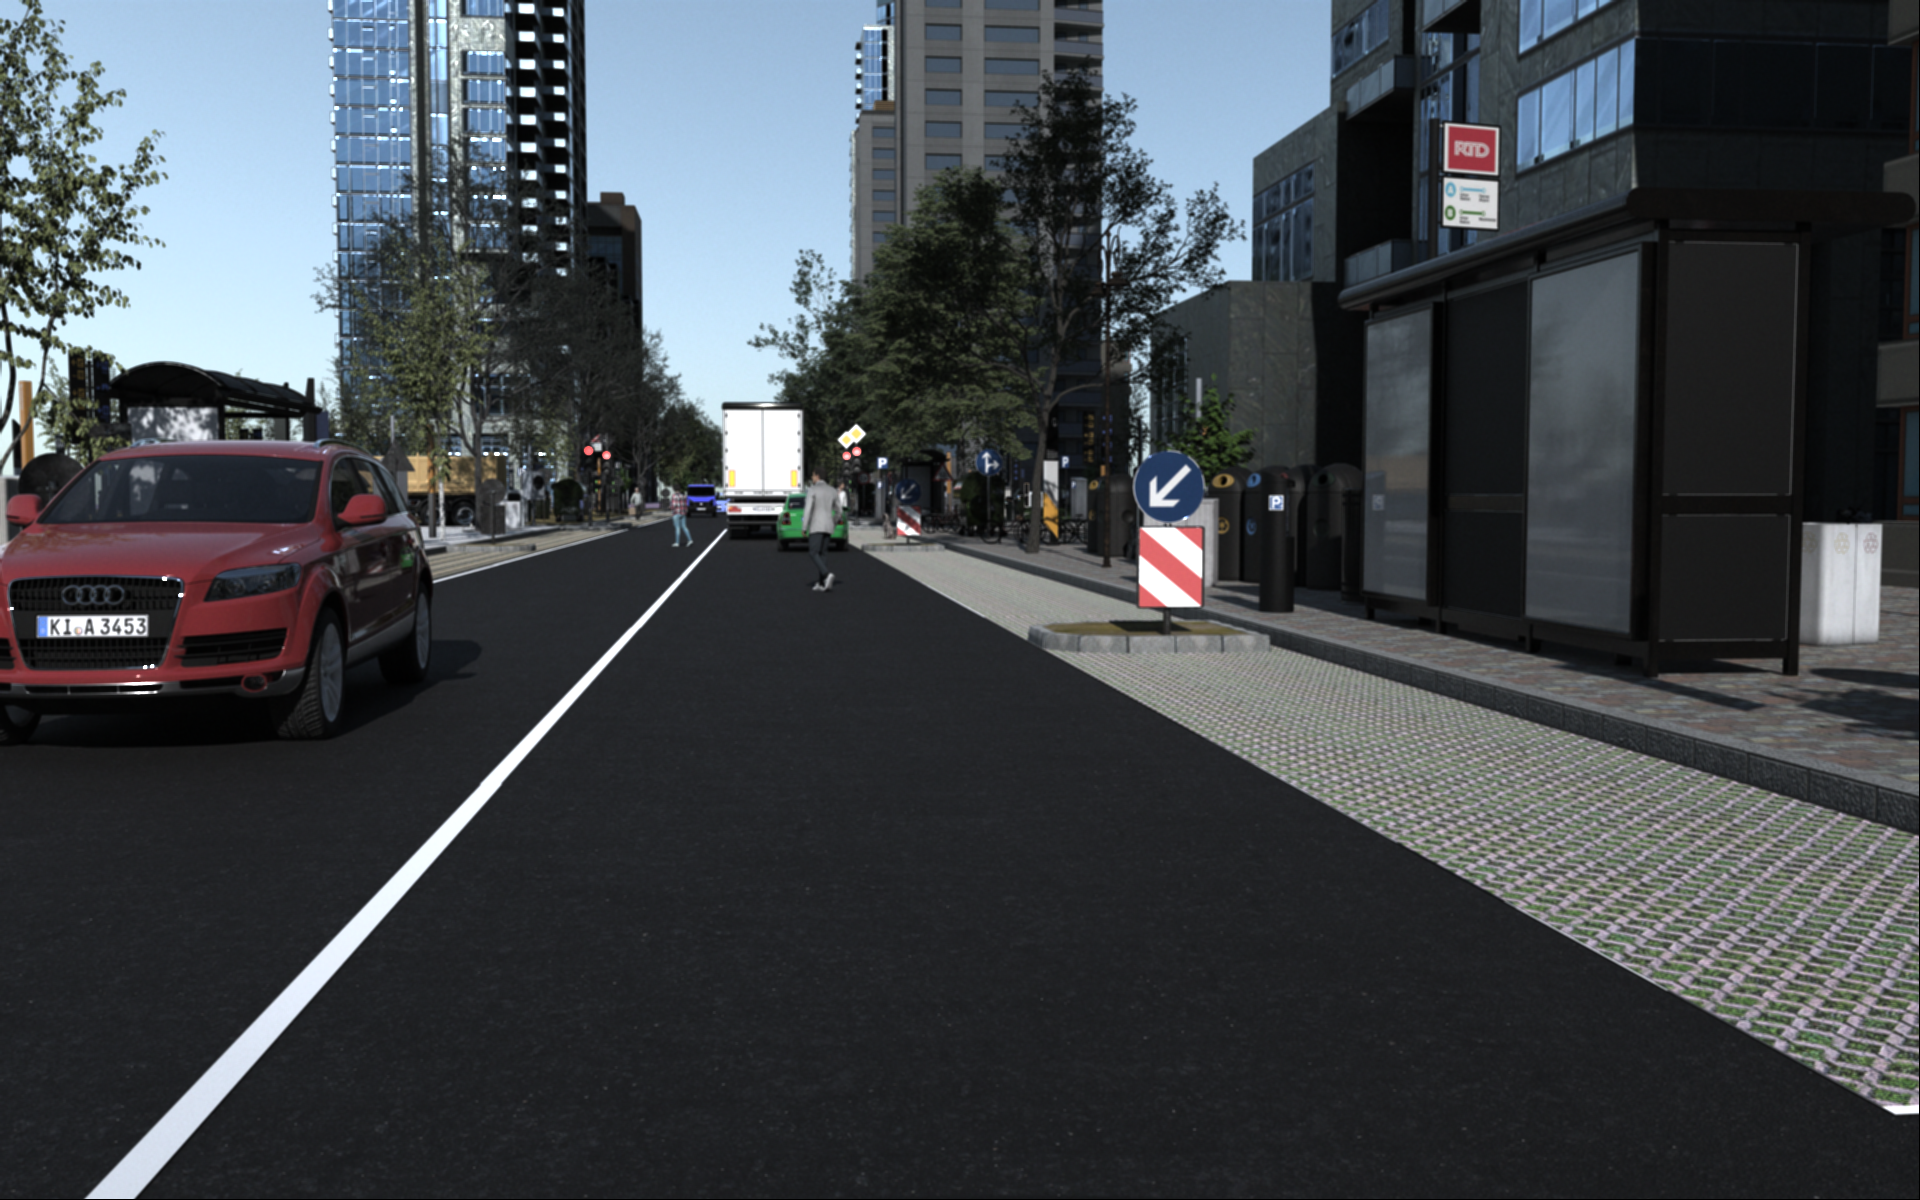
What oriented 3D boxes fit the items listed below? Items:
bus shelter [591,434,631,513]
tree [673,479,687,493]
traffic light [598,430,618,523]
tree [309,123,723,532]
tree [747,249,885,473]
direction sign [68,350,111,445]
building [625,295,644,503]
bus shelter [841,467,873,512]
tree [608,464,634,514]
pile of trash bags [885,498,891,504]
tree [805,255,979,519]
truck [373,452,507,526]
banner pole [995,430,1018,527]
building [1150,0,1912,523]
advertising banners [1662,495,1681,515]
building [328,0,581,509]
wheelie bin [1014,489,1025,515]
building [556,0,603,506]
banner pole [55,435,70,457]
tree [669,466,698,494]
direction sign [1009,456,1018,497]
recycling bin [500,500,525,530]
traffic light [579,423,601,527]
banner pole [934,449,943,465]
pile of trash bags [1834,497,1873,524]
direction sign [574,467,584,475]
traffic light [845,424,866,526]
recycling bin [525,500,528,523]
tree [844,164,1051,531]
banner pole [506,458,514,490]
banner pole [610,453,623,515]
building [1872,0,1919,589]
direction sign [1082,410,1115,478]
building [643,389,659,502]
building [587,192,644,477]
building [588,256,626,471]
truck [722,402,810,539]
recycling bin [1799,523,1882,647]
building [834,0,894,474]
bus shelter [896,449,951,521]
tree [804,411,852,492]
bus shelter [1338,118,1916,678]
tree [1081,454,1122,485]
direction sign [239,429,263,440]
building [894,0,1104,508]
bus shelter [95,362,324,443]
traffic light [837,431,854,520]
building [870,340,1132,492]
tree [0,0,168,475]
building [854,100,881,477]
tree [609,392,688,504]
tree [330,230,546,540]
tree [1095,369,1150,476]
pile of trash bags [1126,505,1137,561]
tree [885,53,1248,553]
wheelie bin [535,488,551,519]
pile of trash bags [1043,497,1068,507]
[{"bbox_3d":[-23.930,-8.624,118.632,2.179,5.291,8.768,0,4,-7],"label":"bus shelter"},{"bbox_3d":[-30.887,-11.946,189.915,1.663,3.219,1.824,0,3,0],"label":"tree"},{"bbox_3d":[-15.474,-5.331,76.075,0.839,4.253,0.868,0,4,-7],"label":"traffic light"},{"bbox_3d":[-16.454,-9.063,58.544,12.009,13.543,11.850,0,3,0],"label":"tree"},{"bbox_3d":[-9.769,-17.090,135.315,12.611,20.169,13.585,0,3,0],"label":"tree"},{"bbox_3d":[-13.842,-2.179,27.624,0.379,3.537,0.876,1,4,13],"label":"direction sign"},{"bbox_3d":[-52.767,-29.043,246.556,14.160,30.474,14.107,0,4,-7],"label":"building"},{"bbox_3d":[-7.384,-7.955,123.994,2.014,3.302,5.546,0,4,-7],"label":"bus shelter"},{"bbox_3d":[-22.003,-7.185,112.080,1.663,3.219,1.824,0,3,0],"label":"tree"},{"bbox_3d":[-6.352,-8.112,142.387,3.447,1.369,1.912,0,4,-4],"label":"pile of trash bags"},{"bbox_3d":[-3.387,-11.247,90.538,9.857,13.997,8.962,0,3,0],"label":"tree"},{"bbox_3d":[-23.906,-4.626,71.562,9.791,3.379,3.469,0,4,-5],"label":"truck"},{"bbox_3d":[1.865,-4.728,67.316,0.863,3.779,0.401,-2,4,-27],"label":"banner pole"},{"bbox_3d":[19.756,-44.869,46.286,22.319,86.520,31.000,0,4,-7],"label":"building"},{"bbox_3d":[7.544,-1.378,18.712,0.090,3.025,2.074,0,4,-3],"label":"advertising banners"},{"bbox_3d":[-46.981,-51.966,162.314,22.319,86.520,31.000,0,4,-7],"label":"building"},{"bbox_3d":[3.639,-6.044,106.730,0.693,1.594,0.980,-1,4,-17],"label":"wheelie bin"},{"bbox_3d":[-49.290,-45.912,188.906,20.563,71.187,20.611,0,4,-7],"label":"building"},{"bbox_3d":[-33.534,-4.577,64.859,0.401,3.779,0.863,1,4,15],"label":"banner pole"},{"bbox_3d":[-31.609,-13.103,197.939,4.285,4.588,4.351,0,3,0],"label":"tree"},{"bbox_3d":[3.071,-6.823,103.552,0.876,3.537,0.379,-2,4,-28],"label":"direction sign"},{"bbox_3d":[-16.006,-3.008,61.730,0.722,1.027,0.722,-1,4,-10],"label":"recycling bin"},{"bbox_3d":[-14.554,-4.845,68.143,0.839,4.253,0.868,0,4,-7],"label":"traffic light"},{"bbox_3d":[-1.043,-6.576,97.527,0.401,3.779,0.863,-1,4,-13],"label":"banner pole"},{"bbox_3d":[16.093,-1.225,29.776,1.912,1.369,3.447,3,5,41],"label":"pile of trash bags"},{"bbox_3d":[-31.319,-9.196,142.345,0.876,3.537,0.379,1,4,9],"label":"direction sign"},{"bbox_3d":[-4.164,-4.920,69.360,0.839,4.253,0.868,0,4,-7],"label":"traffic light"},{"bbox_3d":[-19.554,-3.907,76.425,0.722,1.027,0.722,3,4,39],"label":"recycling bin"},{"bbox_3d":[-0.332,-8.704,60.438,7.486,12.596,7.792,0,3,0],"label":"tree"},{"bbox_3d":[-31.408,-7.993,120.703,0.401,3.779,0.863,3,4,36],"label":"banner pole"},{"bbox_3d":[-22.610,-7.575,113.862,0.863,3.779,0.401,-2,4,-26],"label":"banner pole"},{"bbox_3d":[28.284,-10.158,11.124,27.650,21.520,28.899,0,4,-7],"label":"building"},{"bbox_3d":[3.742,-3.371,47.110,0.876,3.537,0.379,-1,4,-18],"label":"direction sign"},{"bbox_3d":[-63.977,-26.717,281.860,27.650,21.520,28.899,0,4,-7],"label":"building"},{"bbox_3d":[-55.100,-37.306,260.055,14.600,45.320,14.200,0,4,-7],"label":"building"},{"bbox_3d":[-48.260,-26.667,207.711,14.160,30.474,14.107,0,4,-7],"label":"building"},{"bbox_3d":[-6.499,-4.257,58.520,2.839,4.237,11.283,0,4,-5],"label":"truck"},{"bbox_3d":[7.407,-0.147,14.960,0.722,1.027,0.722,-2,4,-25],"label":"recycling bin"},{"bbox_3d":[-9.883,-60.128,295.769,22.319,86.520,31.000,0,4,-7],"label":"building"},{"bbox_3d":[-1.728,-5.269,80.079,2.014,3.302,5.546,0,4,-7],"label":"bus shelter"},{"bbox_3d":[-10.537,-11.901,144.937,4.737,8.622,4.395,0,3,0],"label":"tree"},{"bbox_3d":[5.107,-2.362,16.254,2.179,5.291,8.768,0,4,-6],"label":"bus shelter"},{"bbox_3d":[11.359,-9.465,138.458,4.285,4.588,4.351,0,3,0],"label":"tree"},{"bbox_3d":[-24.541,-4.161,60.033,0.876,3.537,0.379,1,4,12],"label":"direction sign"},{"bbox_3d":[3.794,-38.894,177.917,21.231,58.520,28.212,0,4,-7],"label":"building"},{"bbox_3d":[-12.459,-2.161,29.250,2.014,3.302,5.546,0,4,-6],"label":"bus shelter"},{"bbox_3d":[-5.084,-5.405,77.292,0.839,4.253,0.868,0,4,-7],"label":"traffic light"},{"bbox_3d":[3.953,-22.185,207.757,27.650,21.520,28.899,0,4,-7],"label":"building"},{"bbox_3d":[-12.000,-4.348,21.452,4.737,8.622,4.395,0,3,0],"label":"tree"},{"bbox_3d":[-5.591,-44.325,266.713,21.231,58.520,28.212,0,4,-7],"label":"building"},{"bbox_3d":[-26.556,-13.002,146.992,7.601,10.594,8.767,-1,4,-10],"label":"tree"},{"bbox_3d":[-14.492,-5.940,47.486,4.737,8.622,4.395,0,3,0],"label":"tree"},{"bbox_3d":[9.560,-9.112,99.347,4.360,8.622,3.978,0,3,0],"label":"tree"},{"bbox_3d":[4.945,-1.470,33.784,3.447,1.369,1.912,1,4,8],"label":"pile of trash bags"},{"bbox_3d":[1.817,-6.279,37.071,7.601,10.594,8.767,3,5,41],"label":"tree"},{"bbox_3d":[-21.134,-4.880,87.697,0.693,1.594,0.980,-3,5,-44],"label":"wheelie bin"},{"bbox_3d":[7.055,-7.090,125.674,1.912,1.369,3.447,-1,4,-20],"label":"pile of trash bags"}]
